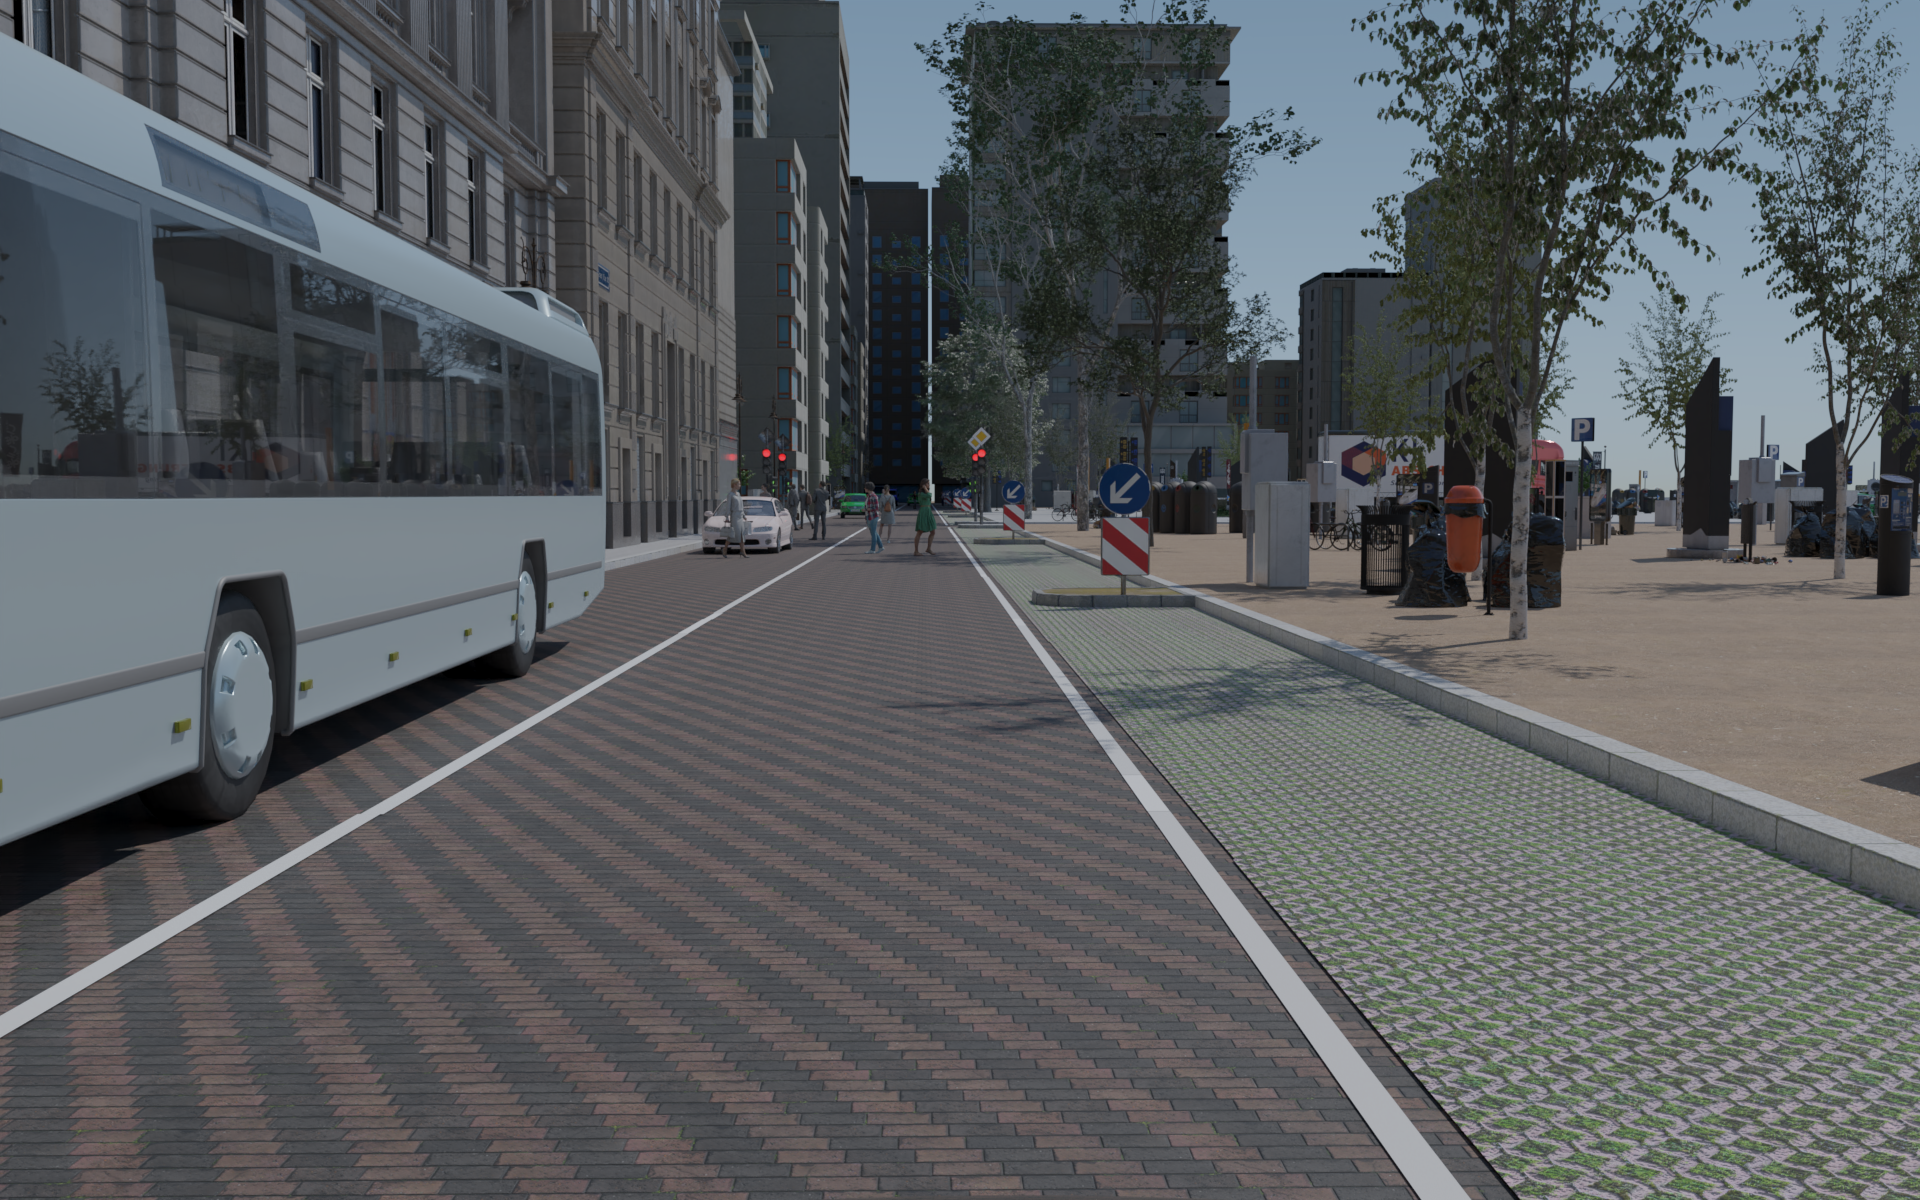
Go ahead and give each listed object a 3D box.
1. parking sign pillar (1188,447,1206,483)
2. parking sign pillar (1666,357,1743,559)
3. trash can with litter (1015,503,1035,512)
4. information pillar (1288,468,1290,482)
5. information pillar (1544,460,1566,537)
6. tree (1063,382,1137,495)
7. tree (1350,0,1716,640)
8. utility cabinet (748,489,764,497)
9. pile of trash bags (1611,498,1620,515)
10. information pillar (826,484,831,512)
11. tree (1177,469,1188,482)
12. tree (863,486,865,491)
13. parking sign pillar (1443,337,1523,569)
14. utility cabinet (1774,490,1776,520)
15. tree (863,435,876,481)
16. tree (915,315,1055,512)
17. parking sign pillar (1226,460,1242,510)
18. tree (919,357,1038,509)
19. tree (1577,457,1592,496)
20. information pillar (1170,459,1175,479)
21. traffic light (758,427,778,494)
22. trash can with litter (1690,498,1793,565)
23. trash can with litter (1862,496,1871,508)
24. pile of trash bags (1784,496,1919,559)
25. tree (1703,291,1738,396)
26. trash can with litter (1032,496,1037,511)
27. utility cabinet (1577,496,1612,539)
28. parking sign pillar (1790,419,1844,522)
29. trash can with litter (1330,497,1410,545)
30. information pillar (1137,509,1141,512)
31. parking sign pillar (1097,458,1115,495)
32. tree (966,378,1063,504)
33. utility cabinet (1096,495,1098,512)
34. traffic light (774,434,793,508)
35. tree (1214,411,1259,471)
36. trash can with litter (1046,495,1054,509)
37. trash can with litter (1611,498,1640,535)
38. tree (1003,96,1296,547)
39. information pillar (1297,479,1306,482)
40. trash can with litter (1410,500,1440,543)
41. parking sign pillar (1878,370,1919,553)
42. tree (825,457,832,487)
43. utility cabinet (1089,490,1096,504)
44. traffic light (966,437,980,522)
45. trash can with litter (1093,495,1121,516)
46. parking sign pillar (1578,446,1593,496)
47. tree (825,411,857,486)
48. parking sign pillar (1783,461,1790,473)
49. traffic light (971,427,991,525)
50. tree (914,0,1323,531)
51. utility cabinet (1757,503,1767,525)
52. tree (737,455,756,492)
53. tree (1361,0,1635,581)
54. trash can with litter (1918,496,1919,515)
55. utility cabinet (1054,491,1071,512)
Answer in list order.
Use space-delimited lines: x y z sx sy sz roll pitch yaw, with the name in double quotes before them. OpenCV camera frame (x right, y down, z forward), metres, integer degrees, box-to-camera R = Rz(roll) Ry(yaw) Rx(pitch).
"parking sign pillar" 13.497 -6.781 99.335 1.447 3.967 1.447 -1 4 -16
"parking sign pillar" 15.013 -2.833 34.785 1.447 3.967 1.447 0 4 1
"trash can with litter" 4.355 -7.027 125.942 2.233 1.210 1.678 0 4 2
"information pillar" 26.994 -9.244 142.501 0.183 3.616 0.504 -1 4 -22
"information pillar" 12.722 -1.991 37.047 0.304 2.012 0.304 -1 4 -19
"tree" 9.164 -9.835 111.160 4.360 8.622 3.978 0 3 0
"tree" 5.167 -3.963 15.162 4.360 8.622 3.978 0 3 0
"utility cabinet" -9.477 -4.388 80.424 0.318 1.500 1.173 1 4 19
"pile of trash bags" 38.941 -5.887 106.008 3.447 1.369 1.912 -2 4 -33
"information pillar" -9.432 -7.311 124.023 0.304 2.012 0.304 -1 4 -17
"tree" 17.590 -8.595 135.129 1.663 3.219 1.824 0 3 0
"tree" -12.381 -13.094 208.682 1.663 3.219 1.824 0 3 0
"parking sign pillar" 9.140 -2.553 30.218 1.447 3.967 1.447 3 5 40
"utility cabinet" 40.515 -4.731 86.038 1.173 1.500 0.318 2 4 30
"tree" -12.513 -16.215 215.479 4.360 8.622 3.978 0 3 0
"tree" 1.816 -13.201 122.498 9.857 13.997 8.962 0 3 0
"parking sign pillar" 20.047 -8.396 125.743 1.447 3.967 1.447 1 4 22
"tree" 1.603 -14.691 150.563 12.009 13.543 11.850 0 3 0
"tree" 32.395 -5.884 90.798 1.663 3.219 1.824 0 3 0
"information pillar" 14.227 -7.592 115.481 0.504 3.616 0.183 1 4 13
"traffic light" -8.030 -5.101 72.322 0.839 4.253 0.868 0 4 -1
"trash can with litter" 14.717 -1.306 32.415 1.678 1.210 2.233 1 4 14
"trash can with litter" 69.018 -7.292 130.282 1.678 1.210 2.233 -1 4 -21
"pile of trash bags" 18.702 -1.546 35.032 3.447 1.369 1.912 0 4 1
"tree" 24.847 -6.696 59.847 4.737 8.622 4.395 0 3 0
"trash can with litter" 5.638 -7.418 132.671 0.624 1.170 1.055 -1 4 -20
"utility cabinet" 18.312 -2.384 50.139 0.306 1.237 1.020 -3 5 -43
"parking sign pillar" 31.164 -4.535 62.620 1.447 3.967 1.447 0 4 2
"trash can with litter" 10.664 -2.037 44.369 1.678 1.210 2.233 2 4 29
"information pillar" 12.763 -7.288 123.658 0.304 2.012 0.304 1 4 17
"parking sign pillar" 10.701 -8.476 127.056 1.447 3.967 1.447 0 4 -7
"tree" 3.447 -9.777 110.213 4.360 8.622 3.978 0 3 0
"utility cabinet" 9.544 -6.720 121.033 1.020 1.237 0.306 -2 4 -35
"traffic light" -8.196 -5.589 80.306 0.839 4.253 0.868 0 4 -1
"tree" 24.659 -12.377 152.725 4.737 8.622 4.395 0 3 0
"trash can with litter" 7.740 -8.269 146.251 1.678 1.210 2.233 2 4 28
"trash can with litter" 20.627 -2.612 54.095 1.055 1.170 0.624 0 4 -5
"tree" 4.307 -6.564 41.732 7.601 10.594 8.767 -3 4 -36
"information pillar" 16.759 -4.925 85.021 0.304 2.012 0.304 -2 4 -34
"trash can with litter" 9.108 -1.359 33.602 0.624 1.170 1.055 3 5 43
"parking sign pillar" 20.872 -3.058 38.464 1.447 3.967 1.447 1 4 11
"tree" -10.645 -8.430 121.550 4.285 4.588 4.351 0 3 0
"utility cabinet" 7.831 -6.010 106.947 1.173 1.500 0.318 3 4 39
"traffic light" 0.713 -5.602 80.506 0.839 4.253 0.868 0 4 -1
"trash can with litter" 8.511 -5.601 102.629 2.233 1.210 1.678 0 4 7
"parking sign pillar" 34.919 -6.607 96.489 1.447 3.967 1.447 0 4 -6
"tree" -10.926 -12.392 152.969 4.737 8.622 4.395 0 3 0
"parking sign pillar" 67.573 -9.322 140.893 1.447 3.967 1.447 3 4 39
"traffic light" 0.879 -5.113 72.522 0.839 4.253 0.868 0 4 -1
"tree" 5.170 -12.387 58.416 12.611 20.169 13.585 0 3 0
"utility cabinet" 33.459 -3.776 72.905 0.306 1.237 1.020 -2 4 -23
"tree" -9.785 -4.831 73.588 1.663 3.219 1.824 0 3 0
"tree" 7.811 -4.605 25.652 4.737 8.622 4.395 0 3 0
"trash can with litter" 63.315 -6.280 113.736 1.678 1.210 2.233 -1 4 -15
"utility cabinet" 7.109 -6.841 120.525 1.173 1.500 0.318 0 4 5
